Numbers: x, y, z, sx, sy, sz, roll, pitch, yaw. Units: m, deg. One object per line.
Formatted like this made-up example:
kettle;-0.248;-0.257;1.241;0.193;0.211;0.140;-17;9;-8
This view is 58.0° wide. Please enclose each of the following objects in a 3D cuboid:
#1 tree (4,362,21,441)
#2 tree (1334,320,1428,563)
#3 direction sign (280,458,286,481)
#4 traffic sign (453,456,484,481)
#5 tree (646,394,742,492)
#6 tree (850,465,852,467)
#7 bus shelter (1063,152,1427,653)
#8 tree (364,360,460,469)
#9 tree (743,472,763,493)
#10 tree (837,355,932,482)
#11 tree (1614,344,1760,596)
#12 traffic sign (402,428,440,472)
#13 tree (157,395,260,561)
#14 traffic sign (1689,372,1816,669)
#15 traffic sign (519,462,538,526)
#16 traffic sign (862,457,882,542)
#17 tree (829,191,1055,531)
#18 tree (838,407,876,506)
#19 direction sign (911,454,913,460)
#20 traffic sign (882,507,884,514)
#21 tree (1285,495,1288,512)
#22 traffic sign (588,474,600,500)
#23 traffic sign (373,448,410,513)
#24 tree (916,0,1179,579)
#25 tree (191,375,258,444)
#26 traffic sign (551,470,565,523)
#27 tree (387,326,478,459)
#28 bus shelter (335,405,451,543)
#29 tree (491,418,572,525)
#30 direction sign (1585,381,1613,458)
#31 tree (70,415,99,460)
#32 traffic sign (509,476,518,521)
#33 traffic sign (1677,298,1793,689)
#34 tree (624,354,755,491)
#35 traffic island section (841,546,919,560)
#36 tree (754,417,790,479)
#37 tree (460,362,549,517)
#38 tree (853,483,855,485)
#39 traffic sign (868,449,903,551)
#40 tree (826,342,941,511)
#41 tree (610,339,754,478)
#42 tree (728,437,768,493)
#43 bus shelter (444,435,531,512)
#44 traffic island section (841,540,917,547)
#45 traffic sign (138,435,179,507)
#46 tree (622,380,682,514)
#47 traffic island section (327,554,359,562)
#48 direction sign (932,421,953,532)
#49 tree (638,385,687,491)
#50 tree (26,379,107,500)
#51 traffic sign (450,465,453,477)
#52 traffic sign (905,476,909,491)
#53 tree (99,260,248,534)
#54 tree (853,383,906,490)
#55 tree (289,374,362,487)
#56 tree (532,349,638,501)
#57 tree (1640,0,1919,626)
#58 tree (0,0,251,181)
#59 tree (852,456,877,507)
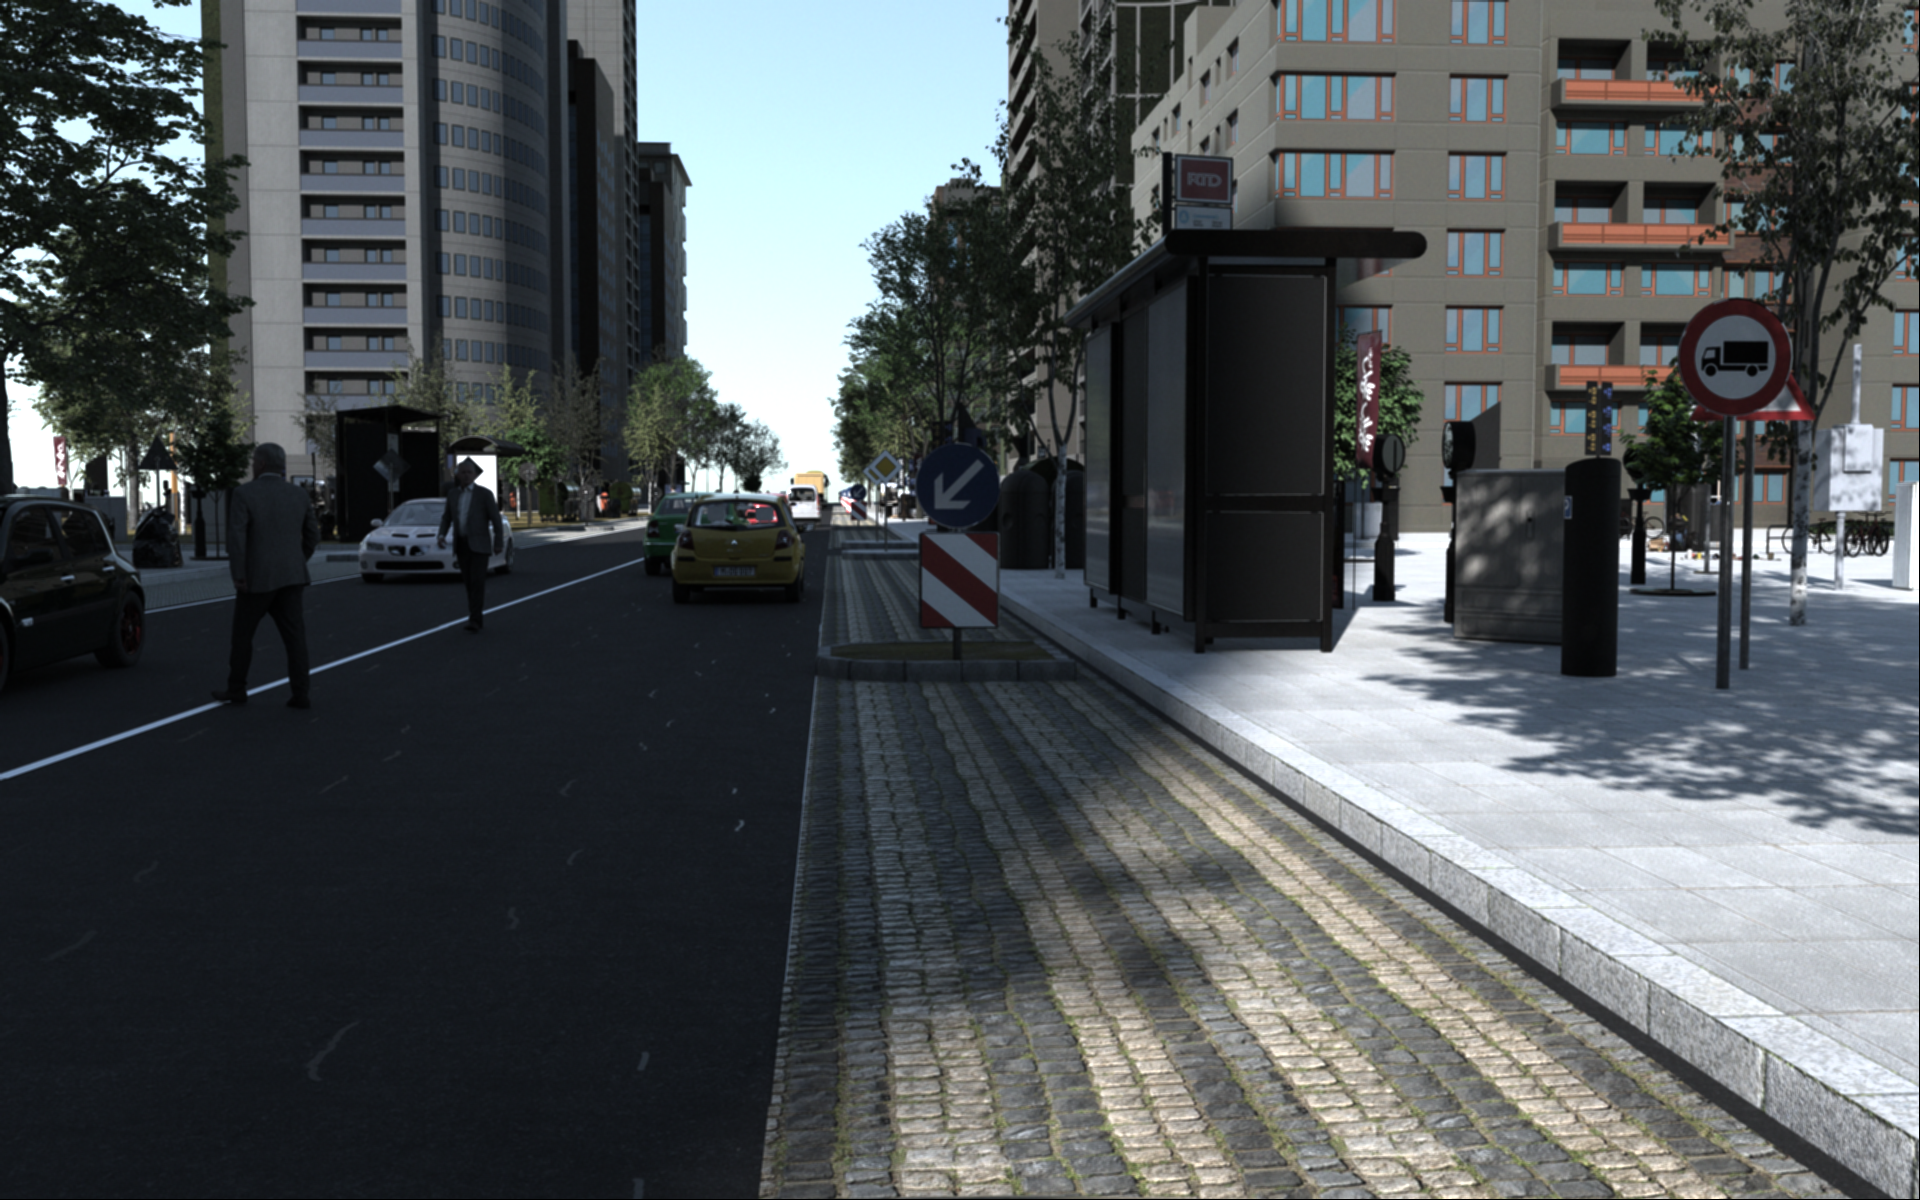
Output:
tree;-44.801;-7.858;78.835;4.360;8.622;3.978;0;3;0
tree;7.212;-3.003;32.818;4.285;4.588;4.351;0;3;0
direction sign;-39.805;-6.691;101.397;0.379;3.537;0.876;2;4;26
traffic sign;-13.003;-2.582;45.854;0.795;2.450;0.064;0;4;-4
tree;-23.508;-13.299;151.845;8.767;10.594;7.601;-1;4;-15
tree;-13.861;-17.593;238.005;4.737;8.622;4.395;0;3;0
bus shelter;2.369;-2.475;18.092;2.179;5.291;8.768;0;4;-4
tree;-30.459;-9.058;98.464;4.737;8.622;4.395;0;3;0
tree;-31.146;-16.881;259.719;4.285;4.588;4.351;0;3;0
tree;-4.637;-11.031;114.768;7.601;10.594;8.767;0;4;5
tree;9.010;-1.679;22.049;1.663;3.219;1.824;0;3;0
traffic sign;-17.206;-3.651;53.564;2.265;3.308;0.079;0;4;4
tree;-14.395;-2.394;33.742;1.663;3.219;1.824;0;3;0
traffic sign;5.749;-0.772;12.626;0.884;2.594;0.081;0;4;5
traffic sign;-17.165;-4.204;68.846;0.768;2.556;0.104;0;4;5
traffic sign;-2.235;-2.628;46.611;0.795;2.450;0.064;0;4;-4
tree;-0.519;-8.201;59.848;9.928;11.665;9.643;0;3;0
tree;-9.586;-16.629;190.014;7.486;12.596;7.792;0;3;0
direction sign;-2.521;-6.512;98.469;0.379;3.537;0.876;-3;4;-36
traffic sign;-4.880;-6.704;109.721;0.768;2.556;0.104;0;4;4
tree;16.813;-5.764;88.846;1.663;3.219;1.824;0;3;0
traffic sign;-23.197;-6.716;109.910;0.768;2.556;0.104;0;4;0
traffic sign;-12.425;-2.095;37.890;0.795;2.450;0.064;0;4;-4
tree;1.464;-4.642;26.252;4.737;8.622;4.395;0;3;0
tree;-44.905;-9.495;105.607;4.737;8.622;4.395;0;3;0
traffic sign;-18.048;-4.731;77.459;0.768;2.556;0.104;0;4;1
tree;-23.374;-7.697;76.207;4.360;8.622;3.978;0;3;0
bus shelter;-15.802;-3.507;48.623;1.731;3.624;6.357;0;4;-4
tree;-18.234;-5.470;73.151;4.285;4.588;4.351;0;3;0
direction sign;12.881;-2.629;34.980;0.876;3.537;0.379;-3;4;-37
tree;-39.123;-7.946;80.286;4.360;8.622;3.978;0;3;0
traffic sign;-21.399;-5.104;83.560;0.768;2.556;0.104;0;4;1
traffic sign;5.031;-0.688;11.348;0.768;2.556;0.104;0;4;-3
tree;-21.159;-12.367;127.952;9.928;11.665;9.643;0;3;0
traffic island section;-1.635;-1.006;38.726;2.009;0.180;2.903;0;4;-4
tree;-32.476;-22.273;274.539;12.009;13.543;11.850;0;3;0
tree;-24.565;-8.909;96.025;4.737;8.622;4.395;0;3;0
tree;-15.118;-15.808;253.061;1.663;3.219;1.824;0;3;0
traffic sign;-1.658;-2.141;38.647;0.795;2.450;0.064;0;4;-4
tree;-5.545;-13.950;134.734;9.857;13.997;8.962;0;3;0
tree;-23.097;-13.940;138.282;12.009;13.543;11.850;0;3;0
tree;-26.708;-15.857;209.627;4.737;8.622;4.395;0;3;0
bus shelter;-17.001;-4.202;62.624;2.014;3.302;5.546;0;4;-4
traffic island section;-2.212;-1.493;46.690;2.009;0.180;2.903;0;4;-4
traffic sign;-17.786;-2.350;38.429;0.884;2.594;0.081;0;4;-3
tree;-20.142;-9.912;112.420;4.737;8.622;4.395;0;3;0
traffic island section;-12.448;-0.958;37.950;2.009;0.180;2.903;0;4;-4
direction sign;-0.543;-3.772;53.667;0.876;3.537;0.379;3;5;43
tree;-20.708;-10.248;117.920;4.360;8.622;3.978;0;3;0
tree;-44.548;-8.361;87.067;4.737;8.622;4.395;0;3;0
traffic sign;-19.539;-4.132;67.661;0.768;2.556;0.104;0;4;4
traffic sign;-3.601;-7.450;121.906;0.768;2.556;0.104;0;4;-4
tree;-24.758;-6.399;54.982;4.360;8.622;3.978;0;3;0
tree;-3.923;-9.591;107.168;4.737;8.622;4.395;0;3;0
tree;-39.210;-9.609;107.472;4.360;8.622;3.978;0;3;0
tree;-19.058;-8.366;87.151;4.360;8.622;3.978;0;3;0
tree;8.436;-4.057;16.699;4.360;8.622;3.978;0;3;0
tree;-14.702;-6.559;25.368;7.486;12.596;7.792;0;3;0
tree;-9.149;-13.987;179.050;4.360;8.622;3.978;0;3;0
